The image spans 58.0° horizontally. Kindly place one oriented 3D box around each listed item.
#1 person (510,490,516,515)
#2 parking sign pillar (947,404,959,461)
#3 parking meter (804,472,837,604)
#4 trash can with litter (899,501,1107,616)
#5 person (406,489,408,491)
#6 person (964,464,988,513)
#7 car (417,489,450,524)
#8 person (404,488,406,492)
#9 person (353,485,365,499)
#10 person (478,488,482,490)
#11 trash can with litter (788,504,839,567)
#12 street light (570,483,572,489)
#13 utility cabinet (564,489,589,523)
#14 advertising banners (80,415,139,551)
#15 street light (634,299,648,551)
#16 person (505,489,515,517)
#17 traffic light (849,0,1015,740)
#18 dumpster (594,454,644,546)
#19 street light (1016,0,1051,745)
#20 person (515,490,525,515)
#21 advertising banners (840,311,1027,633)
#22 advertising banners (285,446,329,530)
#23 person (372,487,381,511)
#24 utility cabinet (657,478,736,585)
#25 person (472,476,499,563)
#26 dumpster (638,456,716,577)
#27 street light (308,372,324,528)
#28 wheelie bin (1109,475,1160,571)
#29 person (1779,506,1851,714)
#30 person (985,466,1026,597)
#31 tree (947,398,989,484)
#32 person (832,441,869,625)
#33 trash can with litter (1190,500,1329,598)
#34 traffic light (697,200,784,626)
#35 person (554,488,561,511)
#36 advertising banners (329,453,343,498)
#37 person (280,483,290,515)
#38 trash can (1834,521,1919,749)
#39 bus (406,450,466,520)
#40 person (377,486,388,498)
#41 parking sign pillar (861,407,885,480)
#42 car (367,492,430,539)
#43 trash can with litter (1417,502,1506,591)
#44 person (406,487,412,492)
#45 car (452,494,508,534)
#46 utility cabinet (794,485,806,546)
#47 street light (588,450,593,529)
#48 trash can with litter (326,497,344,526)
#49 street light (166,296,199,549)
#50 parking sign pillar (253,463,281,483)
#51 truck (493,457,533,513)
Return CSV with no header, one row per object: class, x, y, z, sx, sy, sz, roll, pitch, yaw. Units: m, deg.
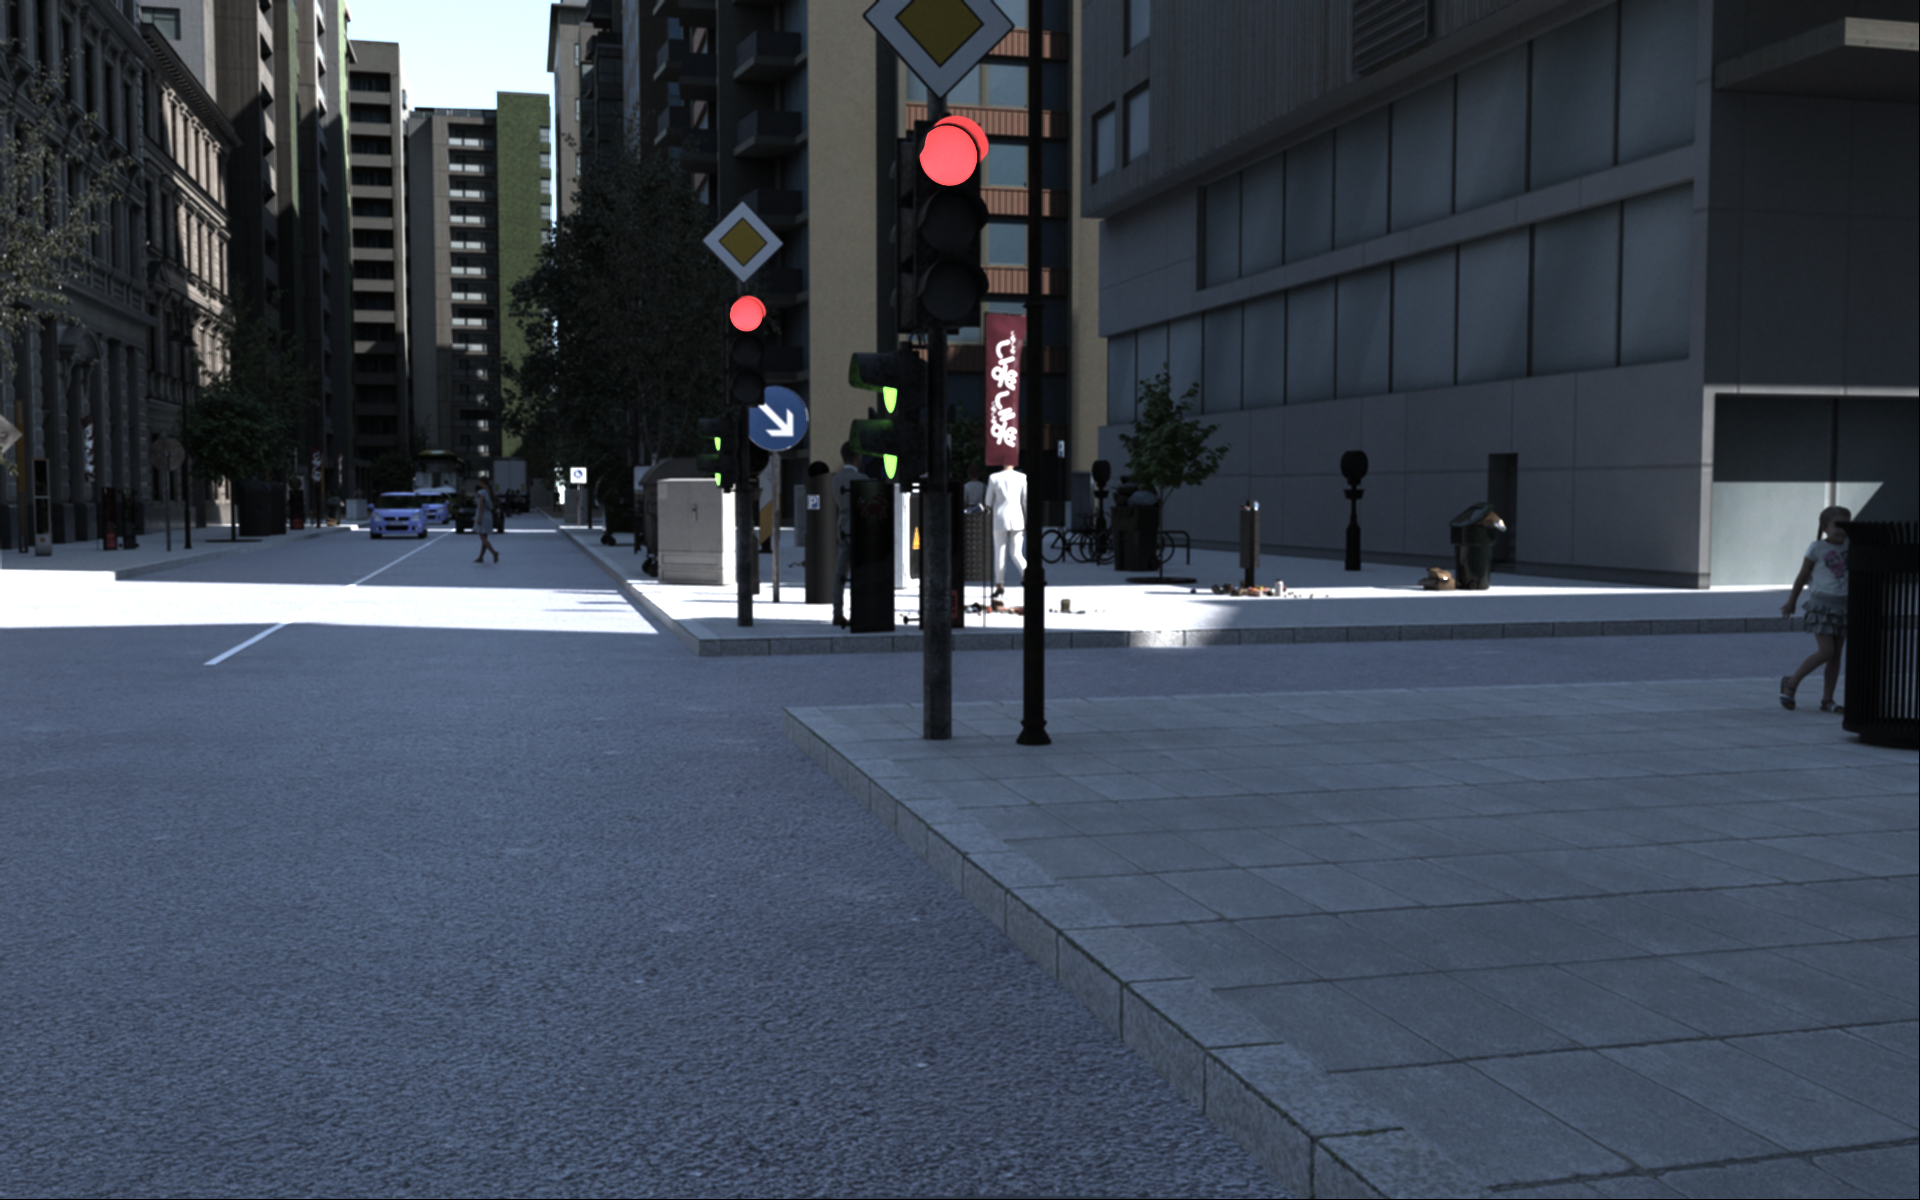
person,-31.356,-6.852,121.249,1.217,1.735,0.721,2,4,25
parking sign pillar,-0.322,-3.931,52.743,1.447,3.967,1.447,-1,4,-21
parking meter,-1.628,-0.725,20.263,0.372,1.533,0.369,0,3,0
trash can with litter,0.488,-0.466,18.684,2.233,1.210,1.678,0,4,1
person,-43.687,-7.982,137.349,0.445,1.727,0.742,3,5,40
person,0.242,-1.278,27.510,0.480,1.755,0.524,-1,4,-11
car,-25.311,-4.468,82.636,1.945,1.707,3.694,-1,4,-15
person,-50.680,-9.315,158.333,0.705,1.826,1.348,2,4,33
person,-31.280,-5.111,90.145,0.617,1.759,0.750,-2,4,-24
person,-29.866,-6.072,107.784,1.348,1.823,0.705,-2,4,-35
trash can with litter,-2.305,-1.208,30.808,1.678,1.210,2.233,-2,4,-26
street light,-19.950,-7.094,88.782,0.468,5.910,1.993,-1,4,-14
utility cabinet,-16.703,-4.090,75.551,1.173,1.500,0.318,2,4,23
advertising banners,-19.388,-2.648,39.478,0.090,3.025,2.074,0,4,6
street light,-7.320,-4.059,39.157,0.468,5.910,1.993,-1,4,-14
person,-28.000,-6.043,107.753,0.568,1.767,0.683,0,4,-6
traffic light,-0.137,-1.227,8.988,0.839,4.253,0.868,-1,4,-14
dumpster,-8.391,-2.510,43.526,1.502,2.255,1.985,-1,4,-14
street light,0.380,-2.199,8.745,0.468,5.910,1.993,-1,4,-14
person,-30.372,-6.738,119.461,0.721,1.735,1.217,-3,5,-42
advertising banners,-0.198,-1.235,16.379,2.074,3.025,0.090,-2,4,-32
advertising banners,-23.906,-4.043,62.287,2.074,3.025,0.090,-2,4,-33
person,-36.901,-6.283,109.570,0.742,1.727,0.445,1,4,14
utility cabinet,-3.732,-0.965,24.464,1.173,1.500,0.318,2,4,31
person,-9.850,-1.683,36.109,0.778,1.811,0.616,2,4,34
dumpster,-4.399,-1.328,27.477,1.264,1.857,1.865,-1,4,-14
street light,-24.332,-5.671,65.507,0.468,5.910,1.993,-1,4,-14
wheelie bin,2.937,-1.284,28.903,0.693,1.594,0.980,-3,5,-42
person,5.144,0.051,10.222,0.505,1.210,0.382,0,4,-7
person,0.619,-0.942,21.316,0.514,1.842,0.818,-2,4,-28
tree,-0.079,-2.465,34.909,1.663,3.219,1.824,0,3,0
person,-0.999,-0.656,16.948,0.511,1.800,0.466,2,4,32
trash can with litter,3.822,-0.697,22.454,1.678,1.210,2.233,0,4,3
traffic light,-2.107,-1.701,16.727,0.839,4.253,0.868,-1,4,-14
person,-29.810,-7.418,128.243,0.541,1.710,0.530,2,4,30
advertising banners,-27.224,-4.845,75.400,0.090,3.025,2.074,-3,4,-39
person,-30.011,-4.296,76.765,0.515,1.767,0.782,2,4,25
trash can,4.881,0.170,8.878,0.748,1.137,0.748,0,3,0
bus,-30.032,-6.629,99.938,2.896,3.916,12.252,-1,4,-14
person,-37.636,-6.546,113.209,1.348,1.807,0.705,2,4,24
parking sign pillar,-2.584,-3.962,53.257,1.447,3.967,1.447,-2,4,-29
car,-18.363,-2.881,56.701,1.945,1.707,3.694,-1,4,-16
trash can with litter,6.695,-0.719,23.135,1.055,1.170,0.624,-2,4,-23
person,-41.340,-7.566,129.834,0.705,1.812,1.348,3,5,43
car,-17.798,-3.331,64.245,2.009,1.686,4.222,-1,4,-15
utility cabinet,-3.448,-2.062,42.397,1.173,1.500,0.318,-1,4,-20
street light,-13.734,-5.588,64.152,0.468,5.910,1.993,-1,4,-14
trash can with litter,-25.251,-3.579,69.907,0.624,1.170,1.055,-1,4,-12
street light,-18.165,-4.146,40.582,0.468,5.910,1.993,-1,4,-14
parking sign pillar,-32.614,-5.684,81.399,1.447,3.967,1.447,2,4,30
truck,-35.425,-9.069,137.195,2.839,4.237,11.283,-1,4,-12
